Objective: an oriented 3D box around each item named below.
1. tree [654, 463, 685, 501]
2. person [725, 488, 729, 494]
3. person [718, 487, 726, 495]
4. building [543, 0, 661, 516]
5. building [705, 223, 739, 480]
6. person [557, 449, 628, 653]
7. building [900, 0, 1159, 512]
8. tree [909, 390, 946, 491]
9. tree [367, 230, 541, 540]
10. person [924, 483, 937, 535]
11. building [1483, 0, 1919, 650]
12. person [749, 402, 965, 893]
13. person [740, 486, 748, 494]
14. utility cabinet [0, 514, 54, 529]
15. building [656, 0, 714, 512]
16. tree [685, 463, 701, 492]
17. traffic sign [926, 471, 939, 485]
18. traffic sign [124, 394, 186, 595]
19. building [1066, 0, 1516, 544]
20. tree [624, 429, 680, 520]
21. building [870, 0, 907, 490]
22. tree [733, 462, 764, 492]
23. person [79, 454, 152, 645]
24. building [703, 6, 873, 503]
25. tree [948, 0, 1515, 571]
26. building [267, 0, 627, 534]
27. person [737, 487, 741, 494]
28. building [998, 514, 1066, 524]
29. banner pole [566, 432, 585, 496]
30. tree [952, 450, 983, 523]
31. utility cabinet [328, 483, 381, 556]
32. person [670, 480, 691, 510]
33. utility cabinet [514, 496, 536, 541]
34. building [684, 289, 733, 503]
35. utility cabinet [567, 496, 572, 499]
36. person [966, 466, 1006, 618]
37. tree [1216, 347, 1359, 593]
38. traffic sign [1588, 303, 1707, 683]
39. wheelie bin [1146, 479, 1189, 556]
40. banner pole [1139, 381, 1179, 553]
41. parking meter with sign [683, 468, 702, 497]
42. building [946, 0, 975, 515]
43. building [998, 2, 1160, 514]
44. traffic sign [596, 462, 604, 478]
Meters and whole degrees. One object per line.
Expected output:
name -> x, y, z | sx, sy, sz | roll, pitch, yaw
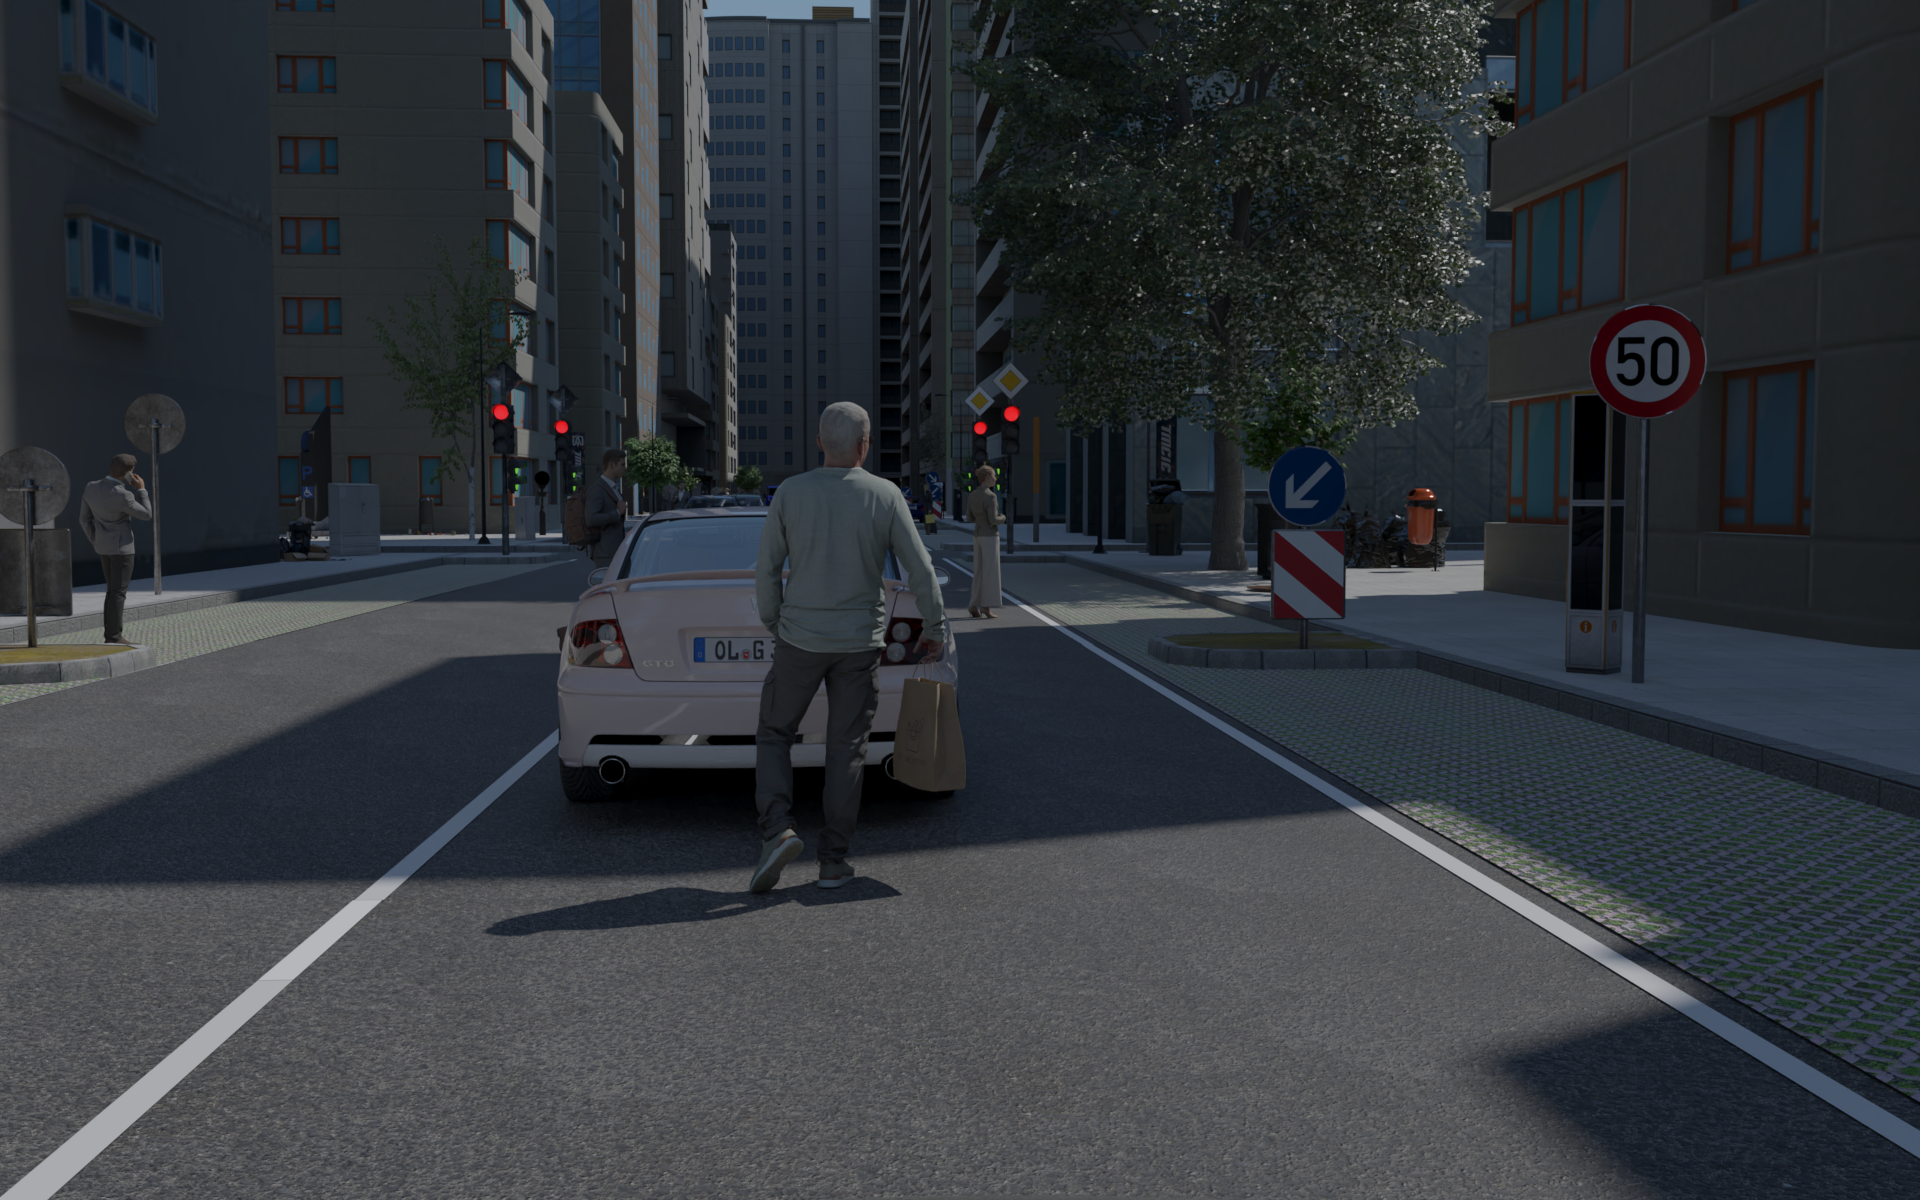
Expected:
tree -> -16.516, -6.261, 96.964 | 1.663, 3.219, 1.824 | 0, 3, 0
person -> -14.364, -6.020, 107.146 | 0.641, 1.798, 0.478 | 0, 4, -6
person -> -12.704, -5.278, 95.017 | 1.509, 1.804, 0.699 | 2, 4, 29
building -> -26.437, -27.991, 107.761 | 14.600, 45.320, 14.200 | 0, 4, -4
building -> -30.990, -25.343, 186.057 | 14.107, 30.474, 14.160 | 0, 4, -4
person -> -3.149, -0.422, 15.369 | 0.822, 1.834, 0.622 | 0, 4, -6
building -> 5.556, -32.827, 160.429 | 21.300, 48.544, 21.600 | 0, 4, -4
tree -> -1.863, -10.592, 123.545 | 4.360, 8.622, 3.978 | 0, 3, 0
tree -> -13.757, -5.956, 47.738 | 4.737, 8.622, 4.395 | 0, 3, 0
person -> -1.041, -3.181, 60.719 | 0.699, 1.804, 1.509 | 1, 4, 14
building -> 21.807, -10.032, 9.069 | 27.650, 21.520, 28.899 | 0, 4, -4
person -> -0.374, 0.163, 6.326 | 0.782, 1.767, 0.515 | 0, 4, -4
person -> -9.606, -4.167, 76.972 | 0.623, 1.781, 0.721 | 0, 3, 0
utility cabinet -> -10.793, -0.512, 19.534 | 0.306, 1.237, 1.020 | 3, 5, 39
building -> -33.207, -33.131, 130.928 | 28.713, 52.752, 27.495 | 0, 4, -4
tree -> -17.071, -6.876, 107.024 | 1.663, 3.219, 1.824 | 0, 3, 0
traffic sign -> -1.539, -5.963, 97.599 | 0.768, 2.556, 0.104 | 0, 4, -4
traffic sign -> -10.217, -1.338, 21.990 | 0.768, 2.556, 0.104 | 0, 4, -3
building -> 19.126, -45.370, 54.473 | 31.000, 86.520, 22.319 | 0, 4, -4
tree -> -15.562, -6.318, 87.021 | 4.285, 4.588, 4.351 | 0, 3, 0
building -> -0.629, -47.452, 214.096 | 20.611, 71.187, 20.563 | 0, 4, -4
tree -> -21.788, -11.880, 177.949 | 4.285, 4.588, 4.351 | 0, 3, 0
person -> -7.850, -0.456, 16.132 | 0.592, 1.802, 0.473 | 3, 4, 36
building -> -24.990, -41.035, 212.922 | 28.212, 58.520, 21.231 | 0, 4, -4
tree -> 4.443, -7.477, 28.897 | 9.857, 13.997, 8.962 | 0, 3, 0
building -> -28.947, -13.650, 68.218 | 27.650, 21.520, 28.899 | 0, 4, -4
person -> -11.612, -5.099, 92.044 | 0.590, 1.801, 0.661 | 0, 4, 6
building -> 12.162, -28.179, 84.435 | 21.300, 48.544, 21.600 | 0, 4, -4
banner pole -> -13.698, -4.368, 61.440 | 0.863, 3.779, 0.401 | -1, 4, -12
tree -> 0.348, -5.030, 76.834 | 1.663, 3.219, 1.824 | 0, 3, 0
utility cabinet -> -12.599, -1.675, 36.073 | 0.318, 1.500, 1.173 | 2, 4, 23
person -> -8.198, -2.595, 50.891 | 0.622, 1.834, 0.822 | -1, 4, -14
utility cabinet -> -12.082, -2.258, 48.087 | 0.306, 1.237, 1.020 | -2, 4, -31
building -> -35.785, -19.258, 159.913 | 27.650, 21.520, 28.899 | 0, 4, -4
utility cabinet -> -12.929, -2.848, 57.728 | 0.306, 1.237, 1.020 | 0, 4, 6
person -> 0.327, -0.669, 19.983 | 0.362, 1.759, 0.519 | -3, 4, -36
tree -> 4.439, -1.723, 22.767 | 1.663, 3.219, 1.824 | 0, 3, 0
traffic sign -> 4.606, -0.708, 11.689 | 0.768, 2.556, 0.104 | 0, 4, 6
wheelie bin -> 4.295, -1.727, 36.143 | 0.980, 1.594, 0.693 | 2, 4, 24
banner pole -> 4.342, -2.923, 37.806 | 0.863, 3.779, 0.401 | 0, 4, -2
parking meter with sign -> -17.866, -7.426, 117.681 | 1.738, 3.016, 0.543 | 0, 4, 1
building -> 6.016, -26.085, 110.080 | 14.154, 41.232, 14.086 | 0, 4, -4
building -> 7.796, -31.515, 138.974 | 21.300, 48.544, 21.600 | 0, 4, -4
traffic sign -> -13.325, -3.989, 65.324 | 0.768, 2.556, 0.104 | 0, 4, -2
